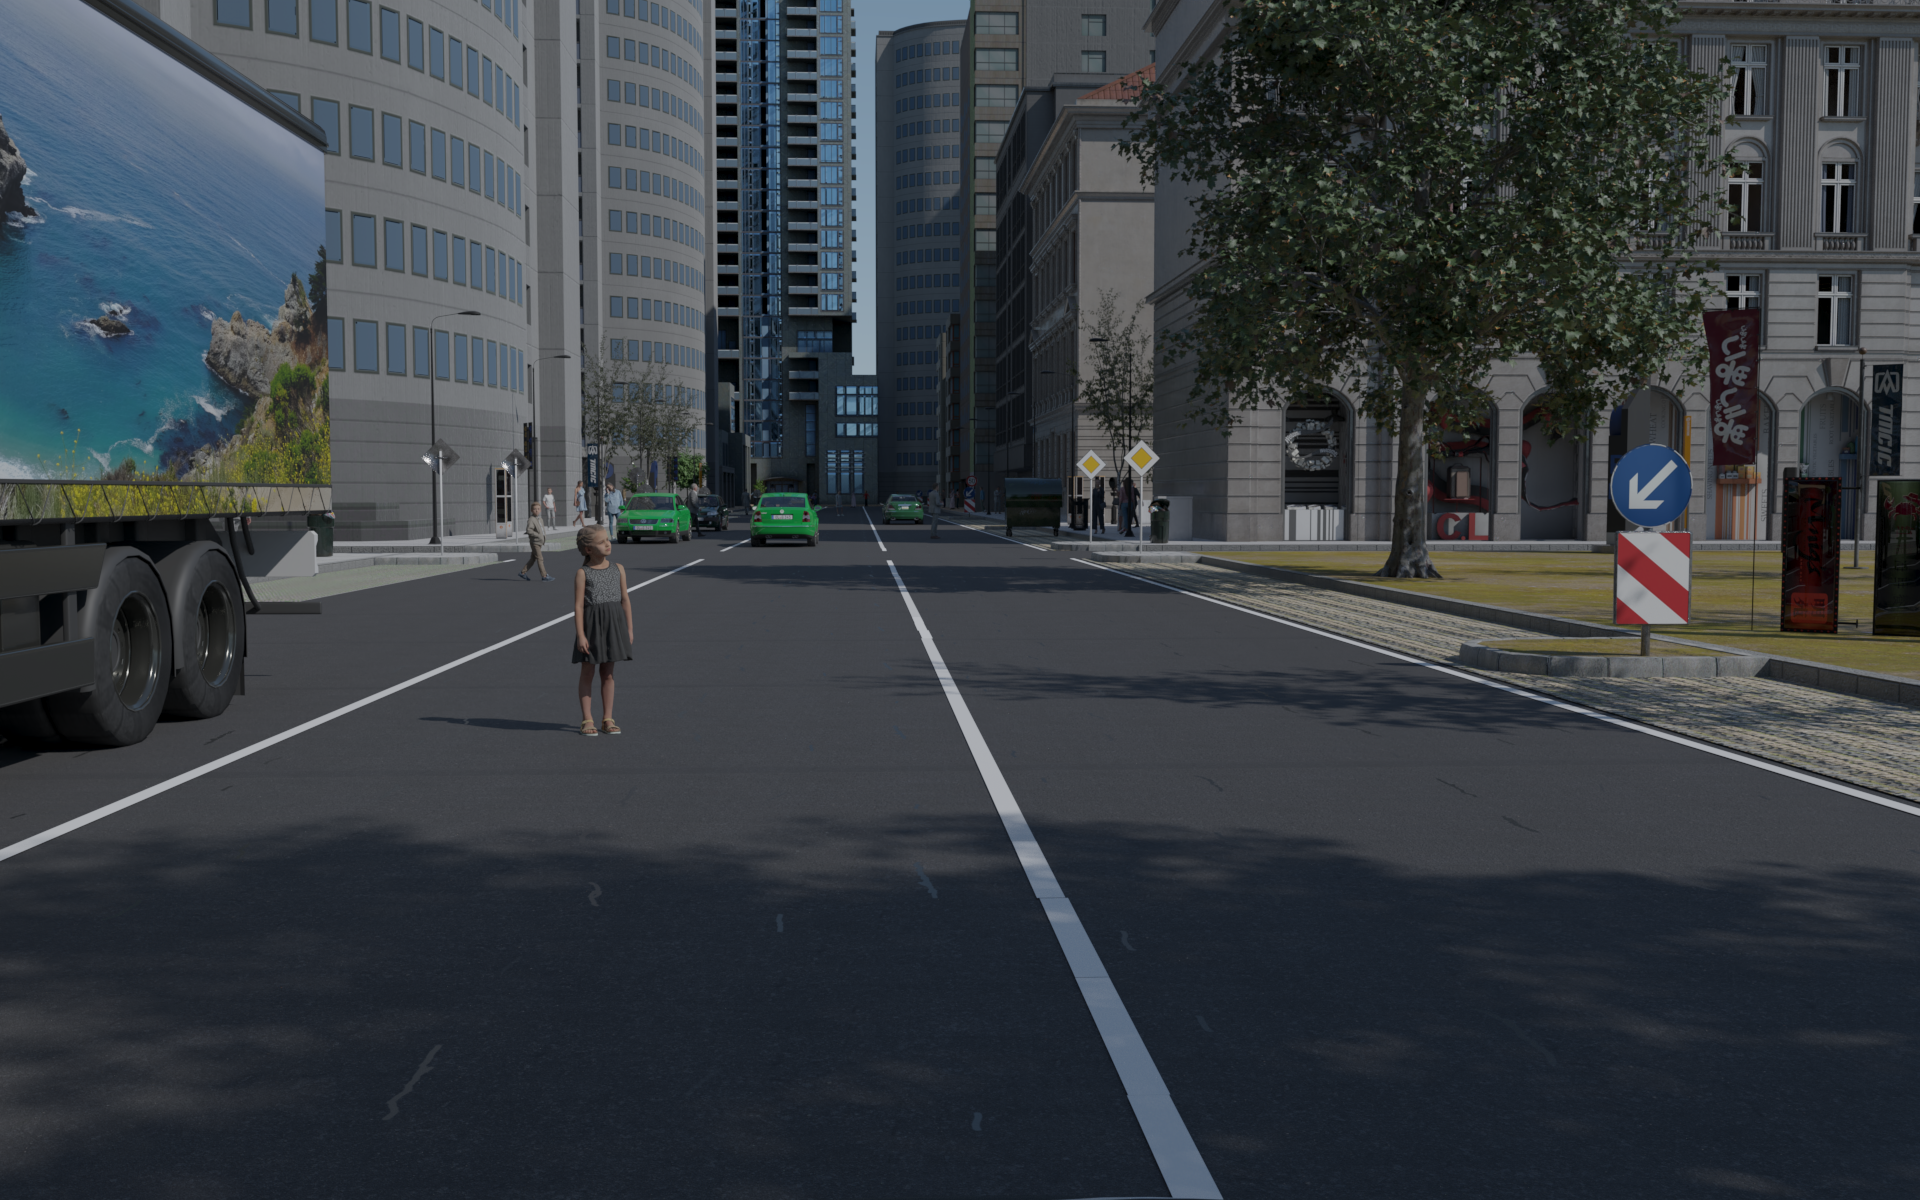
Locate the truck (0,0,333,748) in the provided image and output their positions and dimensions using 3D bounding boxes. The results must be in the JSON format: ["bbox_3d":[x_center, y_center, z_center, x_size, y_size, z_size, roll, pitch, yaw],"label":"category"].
[{"bbox_3d":[-5.740,-1.148,7.676,2.839,4.237,11.283,0,4,-3],"label":"truck"}]

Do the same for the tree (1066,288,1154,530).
[{"bbox_3d":[5.704,-6.788,61.343,4.360,8.622,3.978,0,3,0],"label":"tree"}]

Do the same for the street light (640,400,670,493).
[{"bbox_3d":[-15.147,-6.889,85.175,1.470,5.913,1.316,0,4,-3],"label":"street light"}]

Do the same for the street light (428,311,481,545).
[{"bbox_3d":[-12.820,-4.367,43.945,1.470,5.913,1.316,0,4,-3],"label":"street light"}]

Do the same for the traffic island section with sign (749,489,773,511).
[{"bbox_3d":[-17.160,-8.466,147.053,1.989,1.847,2.006,0,4,-3],"label":"traffic island section with sign"}]

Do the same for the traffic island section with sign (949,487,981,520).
[{"bbox_3d":[0.376,-5.400,96.920,1.989,1.847,2.006,0,4,-3],"label":"traffic island section with sign"}]

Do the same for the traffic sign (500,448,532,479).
[{"bbox_3d":[-11.341,-2.570,44.210,0.795,2.593,0.064,0,4,-3],"label":"traffic sign"}]

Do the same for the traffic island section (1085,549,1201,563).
[{"bbox_3d":[3.926,-0.911,37.178,2.009,0.180,2.903,0,4,-3],"label":"traffic island section"}]

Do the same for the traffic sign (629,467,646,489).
[{"bbox_3d":[-15.289,-5.016,82.123,0.768,2.556,0.104,0,4,-2],"label":"traffic sign"}]

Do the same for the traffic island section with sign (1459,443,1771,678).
[{"bbox_3d":[5.285,-0.352,14.385,1.989,1.847,2.006,0,4,-3],"label":"traffic island section with sign"}]

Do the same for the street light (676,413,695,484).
[{"bbox_3d":[-16.049,-7.723,98.809,1.470,5.913,1.316,0,4,-3],"label":"street light"}]

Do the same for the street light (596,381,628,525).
[{"bbox_3d":[-14.372,-6.055,71.532,1.470,5.913,1.316,0,4,-3],"label":"street light"}]

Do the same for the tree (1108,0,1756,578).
[{"bbox_3d":[6.993,-6.687,26.348,9.611,12.733,9.660,0,3,0],"label":"tree"}]

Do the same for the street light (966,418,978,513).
[{"bbox_3d":[1.233,-8.193,106.490,1.470,5.913,1.316,0,4,-3],"label":"street light"}]

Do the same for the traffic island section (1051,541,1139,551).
[{"bbox_3d":[3.452,-1.399,45.149,2.009,0.180,2.903,0,4,-3],"label":"traffic island section"}]

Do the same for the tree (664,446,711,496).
[{"bbox_3d":[-18.564,-8.197,117.728,4.285,4.588,4.351,0,3,0],"label":"tree"}]

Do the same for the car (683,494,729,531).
[{"bbox_3d":[-10.059,-3.542,67.692,2.009,1.686,4.222,0,4,-2],"label":"car"}]

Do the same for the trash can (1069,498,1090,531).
[{"bbox_3d":[4.206,-3.007,60.820,0.748,1.137,0.748,0,3,0],"label":"trash can"}]

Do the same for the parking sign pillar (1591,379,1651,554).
[{"bbox_3d":[14.470,-2.998,37.486,1.447,3.967,1.447,3,5,41],"label":"parking sign pillar"}]

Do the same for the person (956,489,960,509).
[{"bbox_3d":[-0.114,-8.847,151.402,0.721,1.736,1.217,0,4,-3],"label":"person"}]

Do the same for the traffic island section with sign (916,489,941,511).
[{"bbox_3d":[-2.607,-8.464,147.014,1.989,1.847,2.006,0,4,-3],"label":"traffic island section with sign"}]

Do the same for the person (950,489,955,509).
[{"bbox_3d":[-0.672,-8.453,144.918,0.621,1.740,0.551,-2,4,-31],"label":"person"}]

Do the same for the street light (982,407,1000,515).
[{"bbox_3d":[2.018,-7.358,92.849,1.470,5.913,1.316,0,4,-3],"label":"street light"}]

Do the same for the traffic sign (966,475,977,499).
[{"bbox_3d":[0.798,-7.210,117.996,0.768,2.556,0.104,0,4,-3],"label":"traffic sign"}]

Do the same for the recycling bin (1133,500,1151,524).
[{"bbox_3d":[7.608,-3.729,73.530,0.722,1.027,0.722,3,5,44],"label":"recycling bin"}]

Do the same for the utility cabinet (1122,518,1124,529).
[{"bbox_3d":[6.150,-3.261,64.476,0.306,1.237,1.020,1,4,10],"label":"utility cabinet"}]

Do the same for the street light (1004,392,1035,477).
[{"bbox_3d":[2.861,-6.518,79.111,1.470,5.913,1.316,0,4,-3],"label":"street light"}]

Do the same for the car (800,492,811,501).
[{"bbox_3d":[-13.082,-8.008,141.162,2.015,1.641,3.980,0,4,-2],"label":"car"}]

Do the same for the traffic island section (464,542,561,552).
[{"bbox_3d":[-11.364,-1.345,44.276,2.009,0.180,2.903,0,4,-3],"label":"traffic island section"}]

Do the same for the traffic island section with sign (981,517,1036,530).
[{"bbox_3d":[1.999,-3.736,69.705,1.989,1.847,2.006,0,4,-3],"label":"traffic island section with sign"}]

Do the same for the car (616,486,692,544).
[{"bbox_3d":[-9.077,-2.613,51.514,1.959,1.807,4.718,0,4,-2],"label":"car"}]

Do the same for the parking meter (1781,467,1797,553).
[{"bbox_3d":[18.076,-1.961,37.767,0.255,1.863,0.399,1,4,21],"label":"parking meter"}]

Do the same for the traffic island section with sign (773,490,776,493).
[{"bbox_3d":[-18.752,-10.112,173.962,1.989,1.847,2.006,0,4,-3],"label":"traffic island section with sign"}]

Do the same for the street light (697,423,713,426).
[{"bbox_3d":[-16.854,-8.616,113.409,1.470,5.913,1.316,0,4,-3],"label":"street light"}]

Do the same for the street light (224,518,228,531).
[{"bbox_3d":[-11.837,-3.463,29.154,1.470,5.913,1.316,0,4,-3],"label":"street light"}]

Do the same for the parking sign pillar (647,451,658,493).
[{"bbox_3d":[-17.960,-6.889,101.101,1.447,3.967,1.447,0,4,-1],"label":"parking sign pillar"}]

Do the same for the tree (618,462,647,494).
[{"bbox_3d":[-19.690,-6.695,104.059,1.663,3.219,1.824,0,3,0],"label":"tree"}]

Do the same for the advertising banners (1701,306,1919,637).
[{"bbox_3d":[7.885,-1.208,15.933,2.074,3.025,0.090,3,4,36],"label":"advertising banners"}]

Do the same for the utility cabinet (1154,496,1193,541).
[{"bbox_3d":[5.841,-2.217,47.406,1.020,1.237,0.306,-1,4,-14],"label":"utility cabinet"}]

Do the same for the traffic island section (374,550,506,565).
[{"bbox_3d":[-10.890,-0.858,36.305,2.009,0.180,2.903,0,4,-3],"label":"traffic island section"}]

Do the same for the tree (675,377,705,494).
[{"bbox_3d":[-16.167,-8.540,89.987,4.360,8.622,3.978,0,3,0],"label":"tree"}]

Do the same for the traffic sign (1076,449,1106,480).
[{"bbox_3d":[3.429,-2.622,45.065,0.795,2.593,0.064,0,4,-3],"label":"traffic sign"}]

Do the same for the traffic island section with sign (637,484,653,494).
[{"bbox_3d":[-12.501,-3.684,68.855,1.989,1.847,2.006,0,4,-3],"label":"traffic island section with sign"}]

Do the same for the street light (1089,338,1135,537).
[{"bbox_3d":[4.535,-4.840,51.677,1.470,5.913,1.316,0,4,-3],"label":"street light"}]

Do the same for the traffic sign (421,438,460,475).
[{"bbox_3d":[-10.867,-2.082,36.239,0.795,2.593,0.064,0,4,-3],"label":"traffic sign"}]

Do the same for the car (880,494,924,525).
[{"bbox_3d":[-2.726,-4.311,82.276,2.131,1.459,4.920,0,4,-5],"label":"car"}]

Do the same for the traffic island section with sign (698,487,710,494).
[{"bbox_3d":[-14.106,-5.333,95.830,1.989,1.847,2.006,0,4,-3],"label":"traffic island section with sign"}]

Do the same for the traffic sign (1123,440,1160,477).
[{"bbox_3d":[3.903,-2.135,37.094,0.795,2.593,0.064,0,4,-3],"label":"traffic sign"}]

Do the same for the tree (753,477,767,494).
[{"bbox_3d":[-22.516,-12.265,195.127,1.663,3.219,1.824,0,3,0],"label":"tree"}]

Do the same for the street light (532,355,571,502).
[{"bbox_3d":[-13.662,-5.217,57.834,1.470,5.913,1.316,0,4,-3],"label":"street light"}]

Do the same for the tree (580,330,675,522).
[{"bbox_3d":[-16.098,-7.858,78.846,4.360,8.622,3.978,0,3,0],"label":"tree"}]

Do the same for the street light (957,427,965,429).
[{"bbox_3d":[0.457,-9.027,120.133,1.470,5.913,1.316,0,4,-3],"label":"street light"}]

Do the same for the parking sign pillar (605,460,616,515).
[{"bbox_3d":[-21.728,-7.177,105.812,1.447,3.967,1.447,-2,4,-31],"label":"parking sign pillar"}]

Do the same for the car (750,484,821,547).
[{"bbox_3d":[-4.879,-2.428,48.493,1.959,1.807,4.718,0,4,-3],"label":"car"}]

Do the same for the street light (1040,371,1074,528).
[{"bbox_3d":[3.714,-5.674,65.316,1.470,5.913,1.316,0,4,-3],"label":"street light"}]
